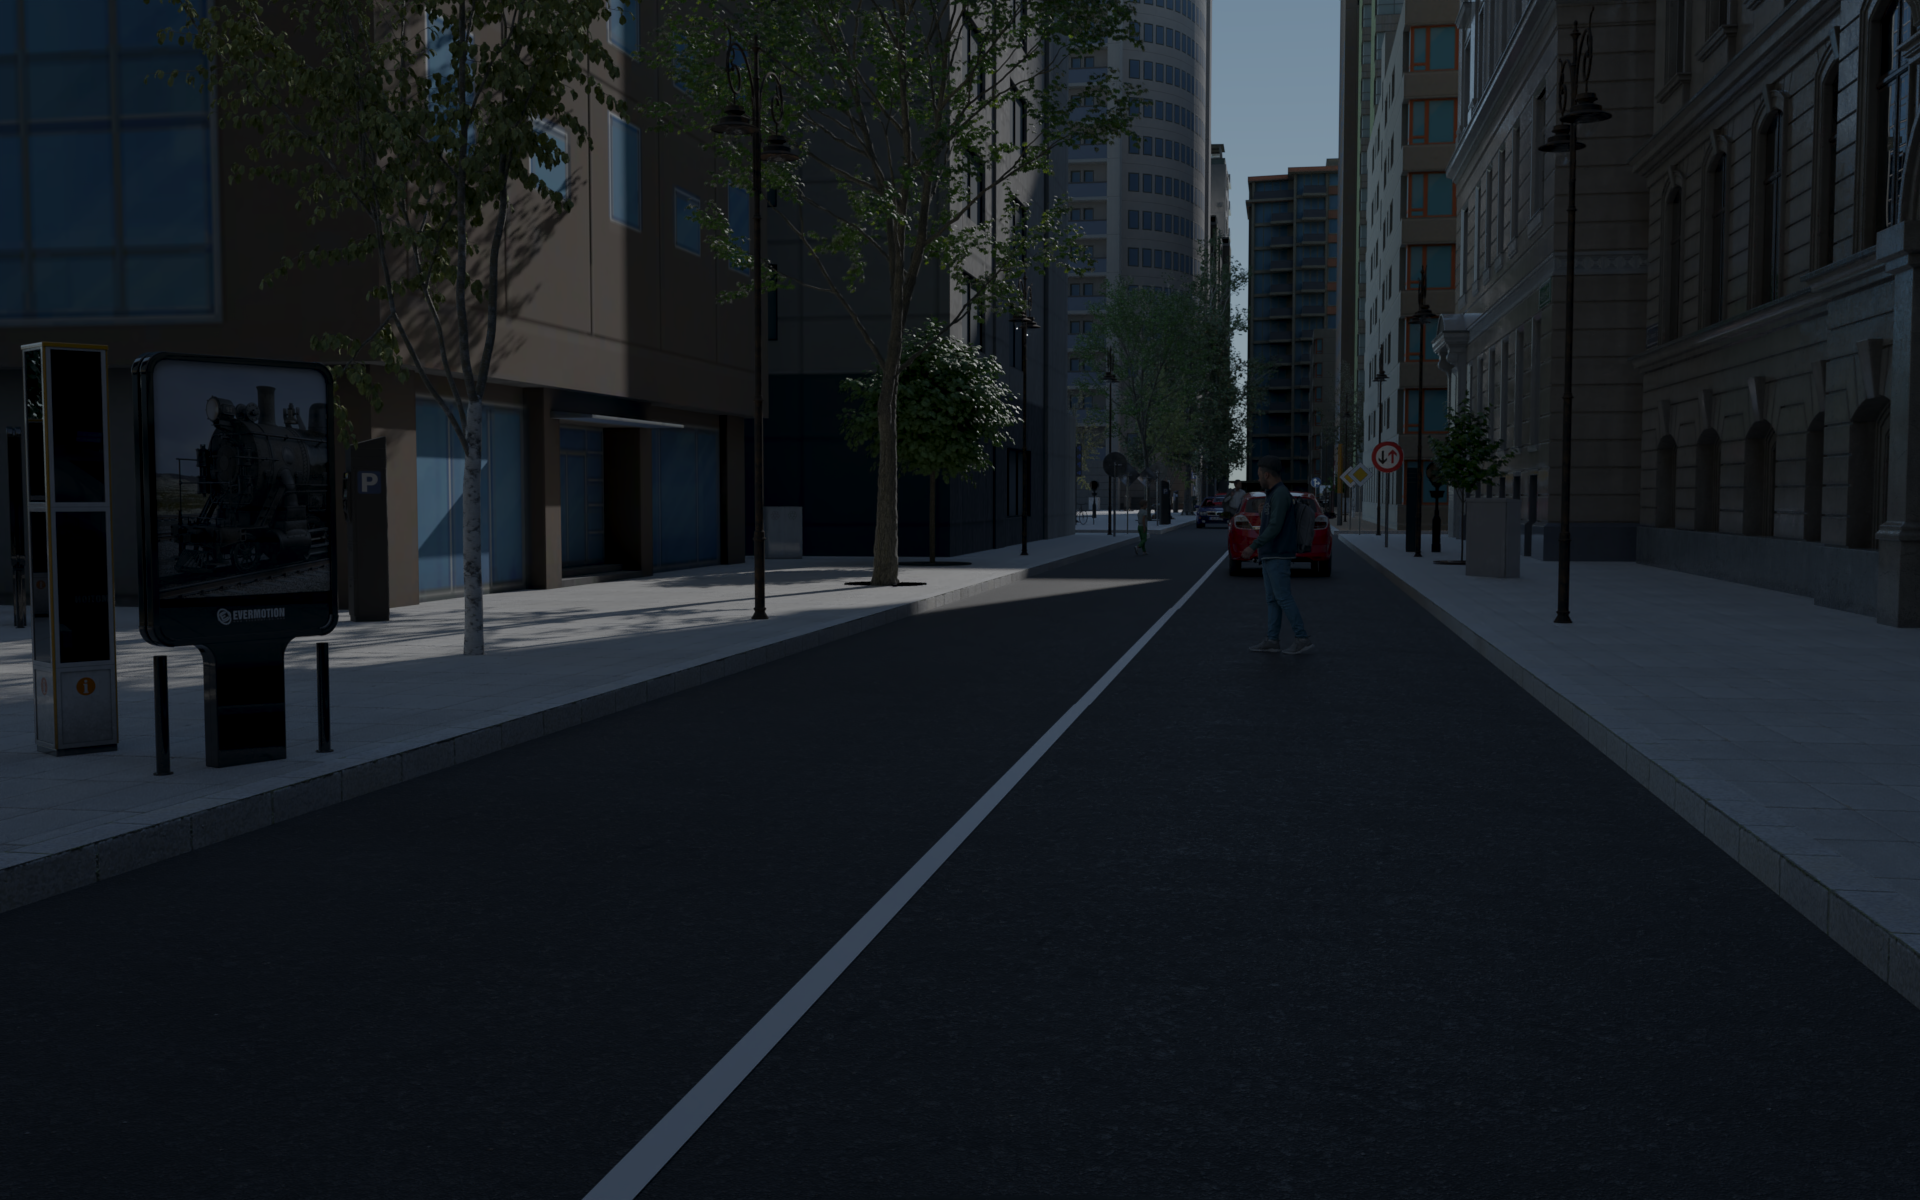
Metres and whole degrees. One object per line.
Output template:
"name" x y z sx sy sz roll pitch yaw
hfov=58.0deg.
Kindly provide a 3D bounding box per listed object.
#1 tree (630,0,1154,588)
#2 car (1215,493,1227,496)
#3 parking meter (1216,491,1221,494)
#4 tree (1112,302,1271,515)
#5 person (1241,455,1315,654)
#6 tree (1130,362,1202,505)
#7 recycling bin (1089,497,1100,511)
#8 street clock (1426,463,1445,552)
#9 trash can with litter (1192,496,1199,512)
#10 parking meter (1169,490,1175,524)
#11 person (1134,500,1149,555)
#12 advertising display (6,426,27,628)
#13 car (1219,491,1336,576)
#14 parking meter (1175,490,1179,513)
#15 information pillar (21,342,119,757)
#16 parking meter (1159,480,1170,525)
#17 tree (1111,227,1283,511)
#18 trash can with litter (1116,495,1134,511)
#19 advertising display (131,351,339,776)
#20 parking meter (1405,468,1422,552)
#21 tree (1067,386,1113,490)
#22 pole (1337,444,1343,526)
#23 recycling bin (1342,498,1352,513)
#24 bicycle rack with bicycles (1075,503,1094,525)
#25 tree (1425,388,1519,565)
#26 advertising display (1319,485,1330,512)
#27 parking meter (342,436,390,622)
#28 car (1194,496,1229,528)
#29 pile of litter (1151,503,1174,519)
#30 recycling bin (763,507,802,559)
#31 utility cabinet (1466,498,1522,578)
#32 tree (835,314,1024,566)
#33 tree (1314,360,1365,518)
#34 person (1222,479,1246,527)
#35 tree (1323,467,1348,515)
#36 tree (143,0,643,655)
"tree" -0.910 -6.003 23.901 9.928 11.665 9.643 0 3 0
"car" 13.865 -4.930 89.641 2.155 1.783 4.494 1 4 11
"parking meter" 19.915 -7.658 133.625 0.372 1.533 0.369 0 3 0
"tree" 13.720 -11.418 103.698 9.611 12.733 9.660 0 3 0
"person" 2.866 -0.418 15.679 0.721 1.781 0.623 0 4 -1
"tree" 11.429 -8.835 94.816 4.737 8.622 4.395 0 3 0
"recycling bin" 10.266 -7.325 132.315 0.722 1.027 0.722 1 4 19
"street clock" 10.514 -2.056 38.188 0.471 2.002 0.358 1 4 22
"trash can with litter" 16.678 -6.932 124.729 1.055 1.170 0.624 -3 5 -44
"parking meter" 8.817 -4.005 73.893 0.372 1.533 0.369 0 3 0
"person" 4.271 -1.711 40.721 0.306 1.304 0.590 3 5 42
"advertising display" -9.196 -0.714 16.893 0.123 1.923 0.974 -2 4 -28
"car" 5.828 -1.389 31.749 2.155 1.783 4.494 1 4 9
"parking meter" 14.814 -6.759 118.916 0.372 1.533 0.369 0 3 0
"information pillar" -4.407 -0.250 8.586 0.304 2.012 0.304 3 5 44
"parking meter" 8.539 -4.074 72.314 0.399 1.863 0.255 -1 4 -17
"tree" 16.963 -16.505 125.751 12.611 20.169 13.585 0 3 0
"trash can with litter" 12.008 -7.180 128.458 2.233 1.210 1.678 -1 4 -23
"advertising display" -3.406 -0.183 8.212 0.123 1.923 0.974 2 4 34
"parking meter" 10.061 -1.999 38.389 0.255 1.863 0.399 2 4 31
"tree" 7.706 -10.062 114.882 4.360 8.622 3.978 0 3 0
"pole" 15.452 -4.682 70.393 0.158 3.312 0.155 0 3 0
"recycling bin" 25.706 -6.305 115.648 0.722 1.027 0.722 0 4 -2
"bicycle rack with bicycles" 4.237 -3.610 72.413 2.852 0.926 2.925 2 4 30
"tree" 9.331 -2.264 31.626 1.663 3.219 1.824 0 3 0
"advertising display" 25.843 -7.172 122.471 0.974 1.923 0.123 3 5 45
"parking meter" -5.988 -0.718 17.454 0.399 1.863 0.255 -2 4 -31
"car" 10.944 -3.721 73.419 1.945 1.354 3.894 1 4 11
"pile of litter" 10.157 -4.529 88.009 1.176 0.858 1.719 -3 4 -39
"recycling bin" -3.542 -1.337 34.412 0.722 1.027 0.722 -1 4 -15
"utility cabinet" 8.265 -0.959 26.844 0.306 1.237 1.020 -1 4 -19
"tree" -0.424 -2.914 31.366 4.285 4.588 4.351 0 3 0
"tree" 21.400 -8.797 94.199 4.360 8.622 3.978 0 3 0
"person" 7.455 -2.350 47.030 0.679 1.850 0.850 0 4 2
"tree" 23.502 -6.866 106.861 1.663 3.219 1.824 0 3 0
"tree" -4.074 -3.875 13.722 4.737 8.622 4.395 0 3 0
